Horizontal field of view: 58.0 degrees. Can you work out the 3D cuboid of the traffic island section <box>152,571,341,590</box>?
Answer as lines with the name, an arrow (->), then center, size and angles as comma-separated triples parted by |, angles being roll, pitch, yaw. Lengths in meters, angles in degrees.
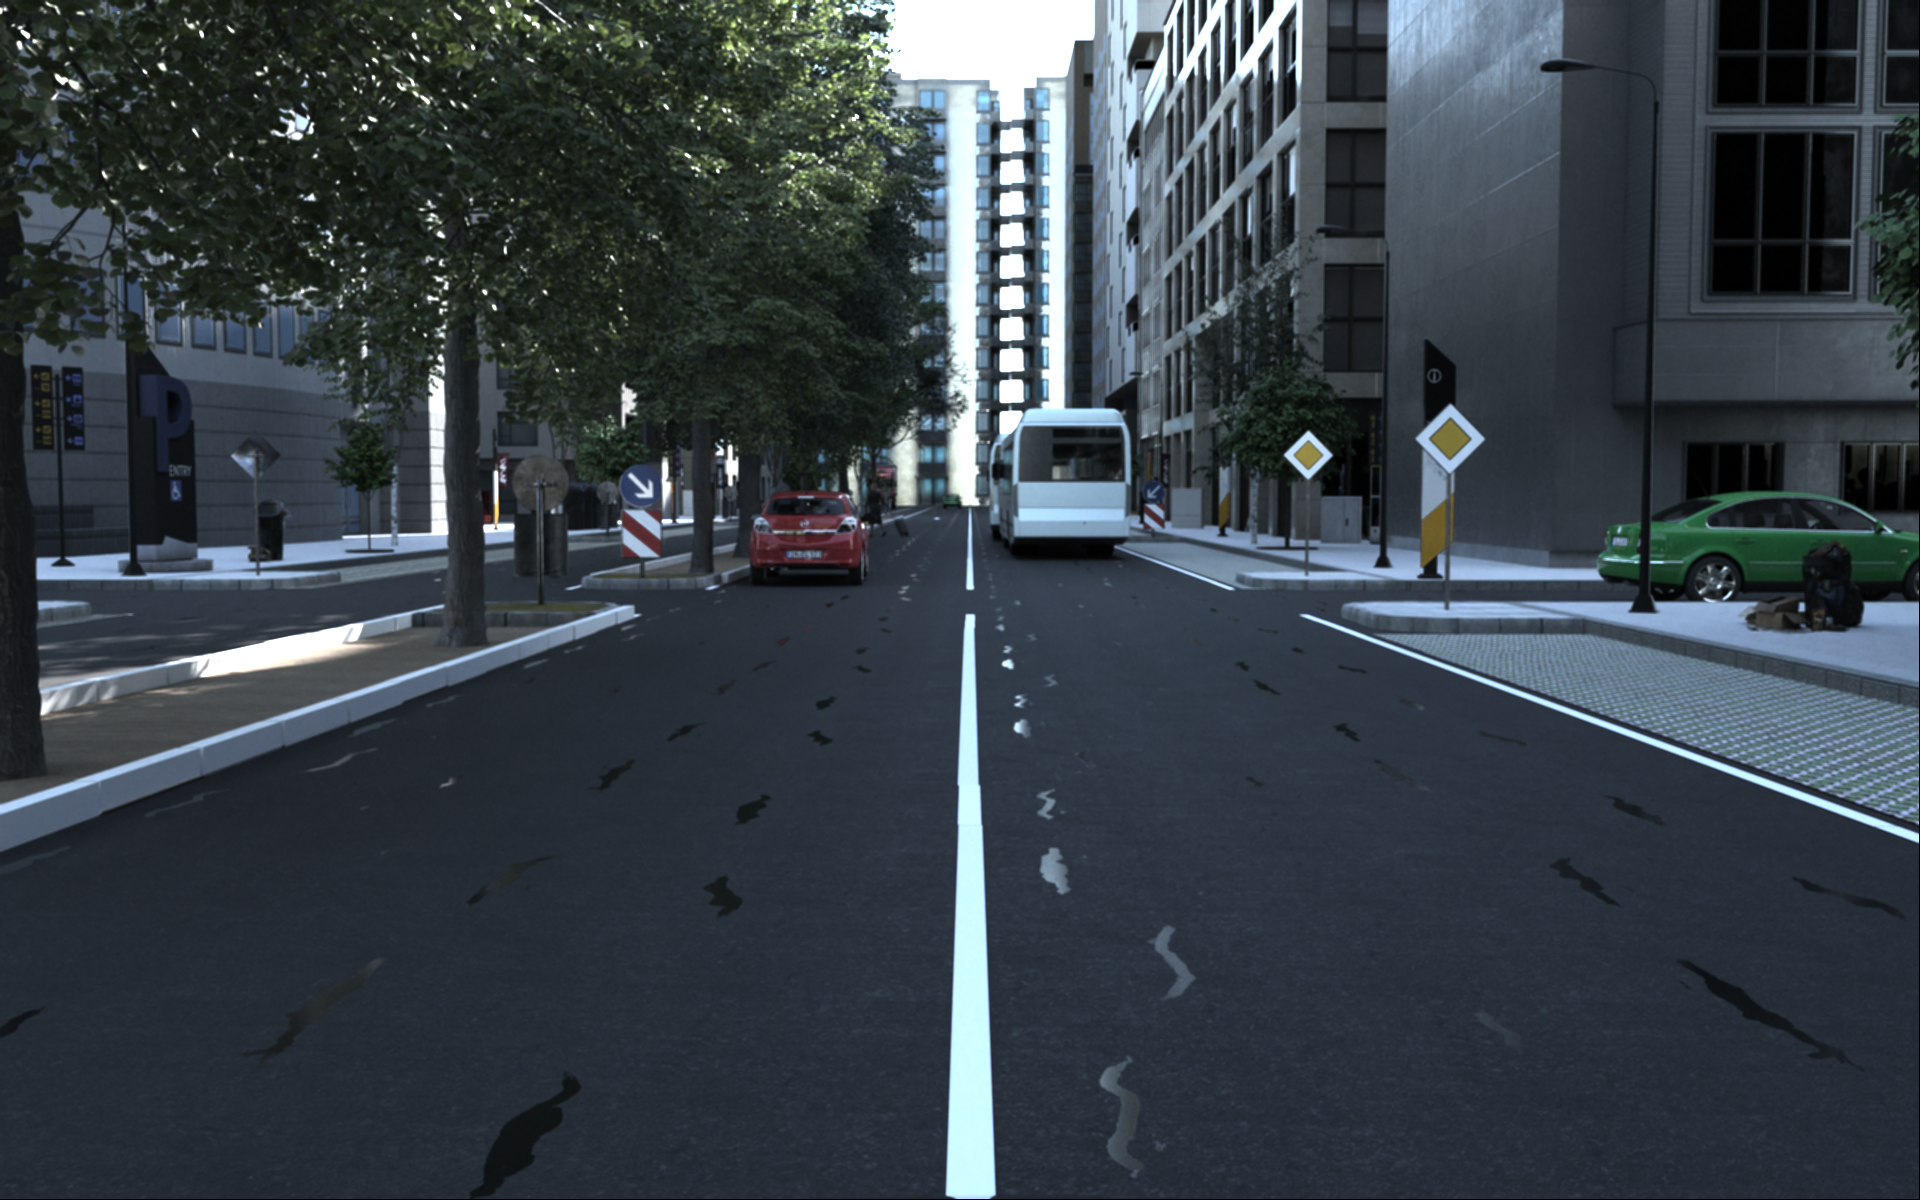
traffic island section -> -11.080, -0.306, 27.289 | 2.009, 0.180, 2.903 | 0, 4, 0

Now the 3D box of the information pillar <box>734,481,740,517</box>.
information pillar -> -12.571, -5.718, 97.977 | 0.304, 2.012, 0.304 | -2, 4, -25

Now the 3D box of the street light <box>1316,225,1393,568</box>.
street light -> 6.858, -3.521, 30.114 | 1.470, 5.913, 1.316 | 0, 4, 0

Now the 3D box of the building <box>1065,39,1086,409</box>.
building -> 17.522, -31.716, 168.668 | 14.600, 45.320, 14.200 | 0, 4, 0

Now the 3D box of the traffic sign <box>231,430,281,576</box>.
traffic sign -> -11.057, -1.442, 27.227 | 0.795, 2.450, 0.064 | 0, 4, 0

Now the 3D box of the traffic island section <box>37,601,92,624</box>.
traffic island section -> -11.127, 0.182, 19.304 | 2.009, 0.180, 2.903 | 0, 4, 0

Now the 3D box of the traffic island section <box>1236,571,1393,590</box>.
traffic island section -> 5.461, -0.300, 27.188 | 2.009, 0.180, 2.903 | 0, 4, 0

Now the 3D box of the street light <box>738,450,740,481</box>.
street light -> -12.100, -7.741, 99.105 | 1.470, 5.913, 1.316 | 0, 4, 0

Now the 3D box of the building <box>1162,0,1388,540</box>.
building -> 19.090, -15.906, 64.581 | 19.350, 26.468, 34.151 | 0, 4, 0

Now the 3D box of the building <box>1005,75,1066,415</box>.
building -> 20.961, -35.386, 198.164 | 30.456, 49.044, 23.786 | 0, 4, 0

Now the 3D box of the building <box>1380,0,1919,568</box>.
building -> 25.137, -13.176, 34.491 | 30.058, 24.678, 14.314 | 0, 4, 0

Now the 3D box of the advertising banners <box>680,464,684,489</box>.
advertising banners -> -15.833, -6.370, 100.336 | 0.090, 3.025, 2.074 | -2, 4, -28

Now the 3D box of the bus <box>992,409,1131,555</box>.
bus -> 2.397, -3.003, 43.963 | 2.948, 3.499, 13.247 | 0, 4, 0

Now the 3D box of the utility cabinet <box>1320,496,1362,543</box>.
utility cabinet -> 9.957, -2.085, 45.245 | 1.020, 1.237, 0.306 | 2, 4, 28

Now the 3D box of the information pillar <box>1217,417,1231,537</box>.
information pillar -> 7.987, -3.726, 52.280 | 0.183, 3.616, 0.504 | -1, 4, -23

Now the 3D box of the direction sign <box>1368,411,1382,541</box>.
direction sign -> 11.371, -3.386, 47.363 | 0.379, 3.537, 0.876 | 3, 5, 40

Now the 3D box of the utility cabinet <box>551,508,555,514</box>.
utility cabinet -> -16.883, -3.811, 73.473 | 0.306, 1.237, 1.020 | 3, 5, 41

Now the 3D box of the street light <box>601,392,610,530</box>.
street light -> -12.330, -5.513, 62.681 | 1.470, 5.913, 1.316 | 0, 4, 0

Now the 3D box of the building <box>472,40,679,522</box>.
building -> -21.815, -19.053, 83.217 | 14.160, 30.474, 14.107 | 0, 4, 0

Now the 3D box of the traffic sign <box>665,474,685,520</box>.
traffic sign -> -12.733, -4.730, 77.343 | 0.884, 2.594, 0.081 | 0, 4, 3

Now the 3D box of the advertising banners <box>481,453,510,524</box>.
advertising banners -> -20.297, -4.768, 74.143 | 2.074, 3.025, 0.090 | 0, 4, -1

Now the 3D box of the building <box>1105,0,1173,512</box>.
building -> 24.482, -32.397, 118.929 | 28.713, 52.752, 27.495 | 0, 4, 0

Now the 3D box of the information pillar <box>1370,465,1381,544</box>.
information pillar -> 10.672, -2.429, 44.205 | 0.304, 2.012, 0.304 | 3, 5, 40

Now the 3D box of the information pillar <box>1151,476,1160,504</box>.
information pillar -> 8.060, -4.104, 71.588 | 0.304, 2.012, 0.304 | -1, 4, -9

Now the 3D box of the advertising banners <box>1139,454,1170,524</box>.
advertising banners -> 8.381, -4.788, 74.474 | 2.074, 3.025, 0.090 | -3, 5, -44

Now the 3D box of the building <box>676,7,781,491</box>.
building -> -22.103, -29.851, 138.167 | 14.600, 45.320, 14.200 | 0, 4, 0

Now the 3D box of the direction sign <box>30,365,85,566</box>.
direction sign -> -15.994, -2.372, 30.774 | 0.379, 3.537, 0.876 | 3, 5, 40

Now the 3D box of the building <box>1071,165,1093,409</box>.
building -> 16.795, -23.418, 154.590 | 14.160, 30.474, 14.107 | 0, 4, 0

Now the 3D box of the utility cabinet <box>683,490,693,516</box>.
utility cabinet -> -15.286, -5.481, 98.296 | 0.318, 1.500, 1.173 | -3, 5, -40

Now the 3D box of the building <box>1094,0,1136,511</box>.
building -> 18.124, -29.963, 140.001 | 14.600, 45.320, 14.200 | 0, 4, 0

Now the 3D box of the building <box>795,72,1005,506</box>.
building -> -9.487, -35.466, 199.483 | 30.456, 49.044, 23.786 | 0, 4, 0

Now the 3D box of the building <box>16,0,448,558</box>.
building -> -27.713, -30.738, 44.563 | 21.231, 58.520, 28.212 | 0, 4, 0

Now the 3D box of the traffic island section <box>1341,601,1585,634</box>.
traffic island section -> 5.414, 0.188, 19.203 | 2.009, 0.180, 2.903 | 0, 4, 0

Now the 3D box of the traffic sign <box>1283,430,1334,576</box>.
traffic sign -> 5.437, -1.435, 27.111 | 0.795, 2.450, 0.064 | 0, 4, 0

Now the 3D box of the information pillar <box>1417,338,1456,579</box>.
information pillar -> 7.216, -2.130, 26.173 | 0.504, 3.616, 0.183 | 0, 4, -4

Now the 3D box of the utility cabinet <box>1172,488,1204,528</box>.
utility cabinet -> 8.530, -3.433, 64.812 | 1.173, 1.500, 0.318 | 2, 4, 27

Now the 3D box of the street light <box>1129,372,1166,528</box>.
street light -> 7.136, -5.714, 65.972 | 1.470, 5.913, 1.316 | 0, 4, 0

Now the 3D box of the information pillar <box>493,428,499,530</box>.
information pillar -> -16.590, -4.312, 61.852 | 0.183, 3.616, 0.504 | 0, 4, -7

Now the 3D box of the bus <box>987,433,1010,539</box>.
bus -> 2.325, -3.893, 58.510 | 2.948, 3.499, 13.247 | 0, 4, 1

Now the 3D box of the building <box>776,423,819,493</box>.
building -> -30.051, -52.062, 163.883 | 31.000, 86.520, 22.319 | 0, 4, 0

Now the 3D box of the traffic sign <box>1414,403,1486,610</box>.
traffic sign -> 5.390, -0.947, 19.126 | 0.795, 2.450, 0.064 | 0, 4, 0

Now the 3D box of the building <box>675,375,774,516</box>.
building -> -28.130, -16.659, 117.419 | 27.650, 21.520, 28.899 | 0, 4, 0

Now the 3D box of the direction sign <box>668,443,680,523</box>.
direction sign -> -12.542, -5.138, 76.009 | 0.379, 3.537, 0.876 | -3, 5, -44

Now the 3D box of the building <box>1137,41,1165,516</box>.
building -> 16.440, -16.738, 91.682 | 12.078, 24.808, 19.932 | 0, 4, 0
